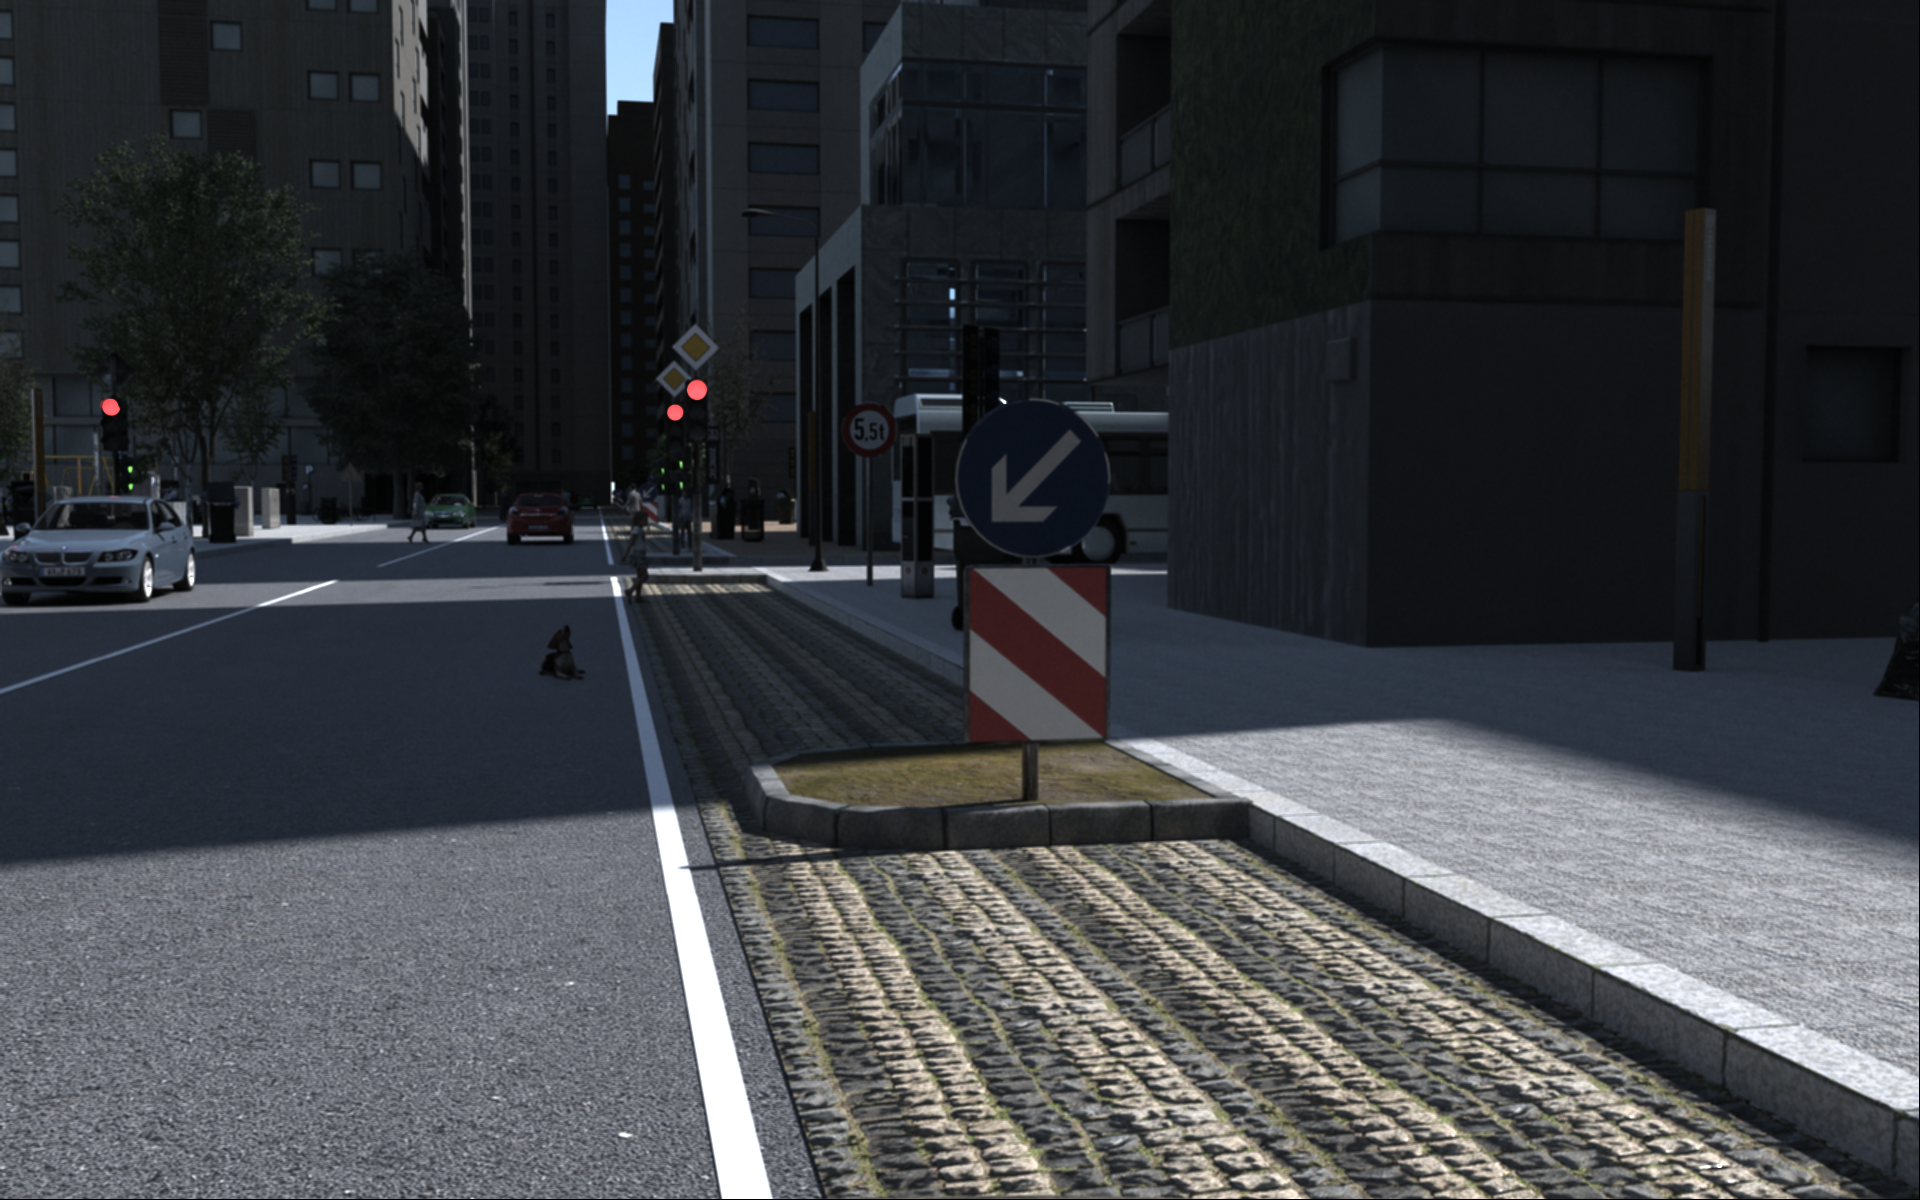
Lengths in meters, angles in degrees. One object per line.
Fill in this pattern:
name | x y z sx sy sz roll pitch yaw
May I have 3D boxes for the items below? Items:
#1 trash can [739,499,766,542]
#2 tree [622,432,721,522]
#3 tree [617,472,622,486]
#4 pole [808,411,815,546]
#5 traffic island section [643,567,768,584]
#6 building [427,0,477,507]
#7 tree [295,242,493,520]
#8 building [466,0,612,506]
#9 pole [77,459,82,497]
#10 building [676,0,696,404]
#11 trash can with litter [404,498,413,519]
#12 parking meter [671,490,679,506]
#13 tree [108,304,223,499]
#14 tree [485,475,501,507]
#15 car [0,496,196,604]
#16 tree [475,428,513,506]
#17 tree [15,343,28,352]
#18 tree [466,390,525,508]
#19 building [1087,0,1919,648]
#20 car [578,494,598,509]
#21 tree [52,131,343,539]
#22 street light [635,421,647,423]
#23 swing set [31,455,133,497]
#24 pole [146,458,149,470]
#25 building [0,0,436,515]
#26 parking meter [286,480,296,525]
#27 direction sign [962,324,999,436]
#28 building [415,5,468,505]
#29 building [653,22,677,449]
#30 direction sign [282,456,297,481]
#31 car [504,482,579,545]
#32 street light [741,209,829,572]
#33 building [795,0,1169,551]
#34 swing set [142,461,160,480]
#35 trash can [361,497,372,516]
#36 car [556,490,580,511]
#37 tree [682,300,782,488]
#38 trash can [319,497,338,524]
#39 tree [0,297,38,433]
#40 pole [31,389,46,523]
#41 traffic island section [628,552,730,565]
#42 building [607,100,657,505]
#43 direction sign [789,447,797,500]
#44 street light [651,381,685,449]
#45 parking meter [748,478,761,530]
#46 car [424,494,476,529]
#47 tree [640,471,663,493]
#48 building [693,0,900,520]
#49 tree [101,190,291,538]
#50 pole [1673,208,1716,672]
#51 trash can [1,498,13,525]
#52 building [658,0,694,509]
trash can | -5.555 -2.125 46.396 0.748 1.137 0.748 0 3 0
tree | -12.694 -5.855 79.436 4.285 4.588 4.351 0 3 0
tree | -31.315 -11.251 167.668 4.285 4.588 4.351 0 3 0
pole | -3.655 -2.991 42.752 0.158 3.312 0.155 0 3 0
traffic island section | -4.330 -0.395 28.743 2.009 0.180 2.903 -1 4 -12
building | -58.392 -44.528 166.289 20.611 71.187 20.563 -1 4 -12
tree | -28.189 -10.991 86.350 9.857 13.997 8.962 0 3 0
building | -55.080 -40.279 200.554 28.212 58.520 21.231 -1 4 -12
pole | -50.977 -6.510 100.288 0.158 3.312 0.155 0 3 0
building | -7.156 -33.107 130.538 28.713 52.752 27.495 -1 4 -12
trash can with litter | -28.350 -4.704 88.295 0.624 1.170 1.055 1 4 8
parking meter | -13.686 -4.570 83.137 0.372 1.533 0.369 0 3 0
tree | -30.544 -7.075 66.031 4.360 8.622 3.978 0 3 0
tree | -46.500 -10.855 172.085 1.663 3.219 1.824 0 3 0
car | -11.925 -0.745 24.189 2.014 1.417 4.499 -1 4 -13
tree | -47.705 -13.907 177.737 4.737 8.622 4.395 0 3 0
tree | -44.436 -7.923 79.905 4.737 8.622 4.395 0 3 0
tree | -42.345 -13.484 154.869 8.767 10.594 7.601 3 5 44
building | 8.851 -20.656 21.324 14.154 41.232 14.086 -1 4 -12
car | -35.070 -9.428 162.939 1.959 1.807 4.718 -1 4 -11
tree | -21.688 -7.579 49.670 9.928 11.665 9.643 0 3 0
street light | -19.925 -8.405 109.964 1.470 5.913 1.316 -1 4 -12
swing set | -37.202 -4.641 73.505 3.119 2.851 2.862 -1 4 -16
pole | -43.905 -6.109 93.725 0.158 3.312 0.155 0 3 0
building | -50.964 -32.314 117.577 28.713 52.752 27.495 -1 4 -12
parking meter | -27.989 -4.083 72.465 0.255 1.863 0.399 -3 5 -44
direction sign | 0.285 -1.929 23.536 0.379 3.537 0.876 2 4 33
building | -47.957 -27.920 140.092 14.154 41.232 14.086 -1 4 -12
building | -19.552 -33.688 174.498 21.300 48.544 21.600 -1 4 -12
direction sign | -39.497 -6.734 102.090 0.876 3.537 0.379 0 4 3
car | -12.211 -2.536 50.512 2.155 1.783 4.494 -1 4 -11
street light | -2.883 -3.424 28.528 1.470 5.913 1.316 -1 4 -12
building | 10.690 -45.116 50.325 31.000 86.520 22.319 -1 4 -12
swing set | -39.843 -5.188 82.445 3.119 2.851 2.862 -3 5 -42
trash can | -34.313 -5.413 100.154 0.748 1.137 0.748 0 3 0
car | -33.650 -8.518 147.935 2.281 1.827 5.304 -1 4 -11
tree | -8.919 -7.103 66.494 4.360 8.622 3.978 0 3 0
trash can | -26.700 -3.770 73.289 0.748 1.137 0.748 0 3 0
tree | -36.354 -6.977 64.429 4.360 8.622 3.978 0 3 0
pole | -17.917 -2.438 33.703 0.158 3.312 0.155 0 3 0
traffic island section | -5.971 -0.873 36.558 2.009 0.180 2.903 -1 4 -12
building | -33.540 -33.728 201.558 14.200 45.320 14.600 -1 4 -12
direction sign | -7.948 -5.622 83.920 0.379 3.537 0.876 3 5 44
street light | -11.869 -6.030 71.139 1.470 5.913 1.316 -1 4 -12
parking meter | -7.363 -3.448 62.080 0.399 1.863 0.255 1 4 17
car | -21.364 -3.715 72.539 2.131 1.459 4.920 -1 4 -10
tree | -24.876 -8.825 138.897 1.663 3.219 1.824 0 3 0
building | -4.528 -34.018 98.193 21.231 58.520 28.212 -1 4 -12
tree | -18.955 -5.628 42.380 4.737 8.622 4.395 0 3 0
pole | 5.306 -1.141 12.506 0.158 3.312 0.155 0 3 0
trash can | -39.444 -3.689 71.967 0.748 1.137 0.748 0 3 0
building | -16.639 -43.707 152.857 20.563 71.187 20.611 -1 4 -12
